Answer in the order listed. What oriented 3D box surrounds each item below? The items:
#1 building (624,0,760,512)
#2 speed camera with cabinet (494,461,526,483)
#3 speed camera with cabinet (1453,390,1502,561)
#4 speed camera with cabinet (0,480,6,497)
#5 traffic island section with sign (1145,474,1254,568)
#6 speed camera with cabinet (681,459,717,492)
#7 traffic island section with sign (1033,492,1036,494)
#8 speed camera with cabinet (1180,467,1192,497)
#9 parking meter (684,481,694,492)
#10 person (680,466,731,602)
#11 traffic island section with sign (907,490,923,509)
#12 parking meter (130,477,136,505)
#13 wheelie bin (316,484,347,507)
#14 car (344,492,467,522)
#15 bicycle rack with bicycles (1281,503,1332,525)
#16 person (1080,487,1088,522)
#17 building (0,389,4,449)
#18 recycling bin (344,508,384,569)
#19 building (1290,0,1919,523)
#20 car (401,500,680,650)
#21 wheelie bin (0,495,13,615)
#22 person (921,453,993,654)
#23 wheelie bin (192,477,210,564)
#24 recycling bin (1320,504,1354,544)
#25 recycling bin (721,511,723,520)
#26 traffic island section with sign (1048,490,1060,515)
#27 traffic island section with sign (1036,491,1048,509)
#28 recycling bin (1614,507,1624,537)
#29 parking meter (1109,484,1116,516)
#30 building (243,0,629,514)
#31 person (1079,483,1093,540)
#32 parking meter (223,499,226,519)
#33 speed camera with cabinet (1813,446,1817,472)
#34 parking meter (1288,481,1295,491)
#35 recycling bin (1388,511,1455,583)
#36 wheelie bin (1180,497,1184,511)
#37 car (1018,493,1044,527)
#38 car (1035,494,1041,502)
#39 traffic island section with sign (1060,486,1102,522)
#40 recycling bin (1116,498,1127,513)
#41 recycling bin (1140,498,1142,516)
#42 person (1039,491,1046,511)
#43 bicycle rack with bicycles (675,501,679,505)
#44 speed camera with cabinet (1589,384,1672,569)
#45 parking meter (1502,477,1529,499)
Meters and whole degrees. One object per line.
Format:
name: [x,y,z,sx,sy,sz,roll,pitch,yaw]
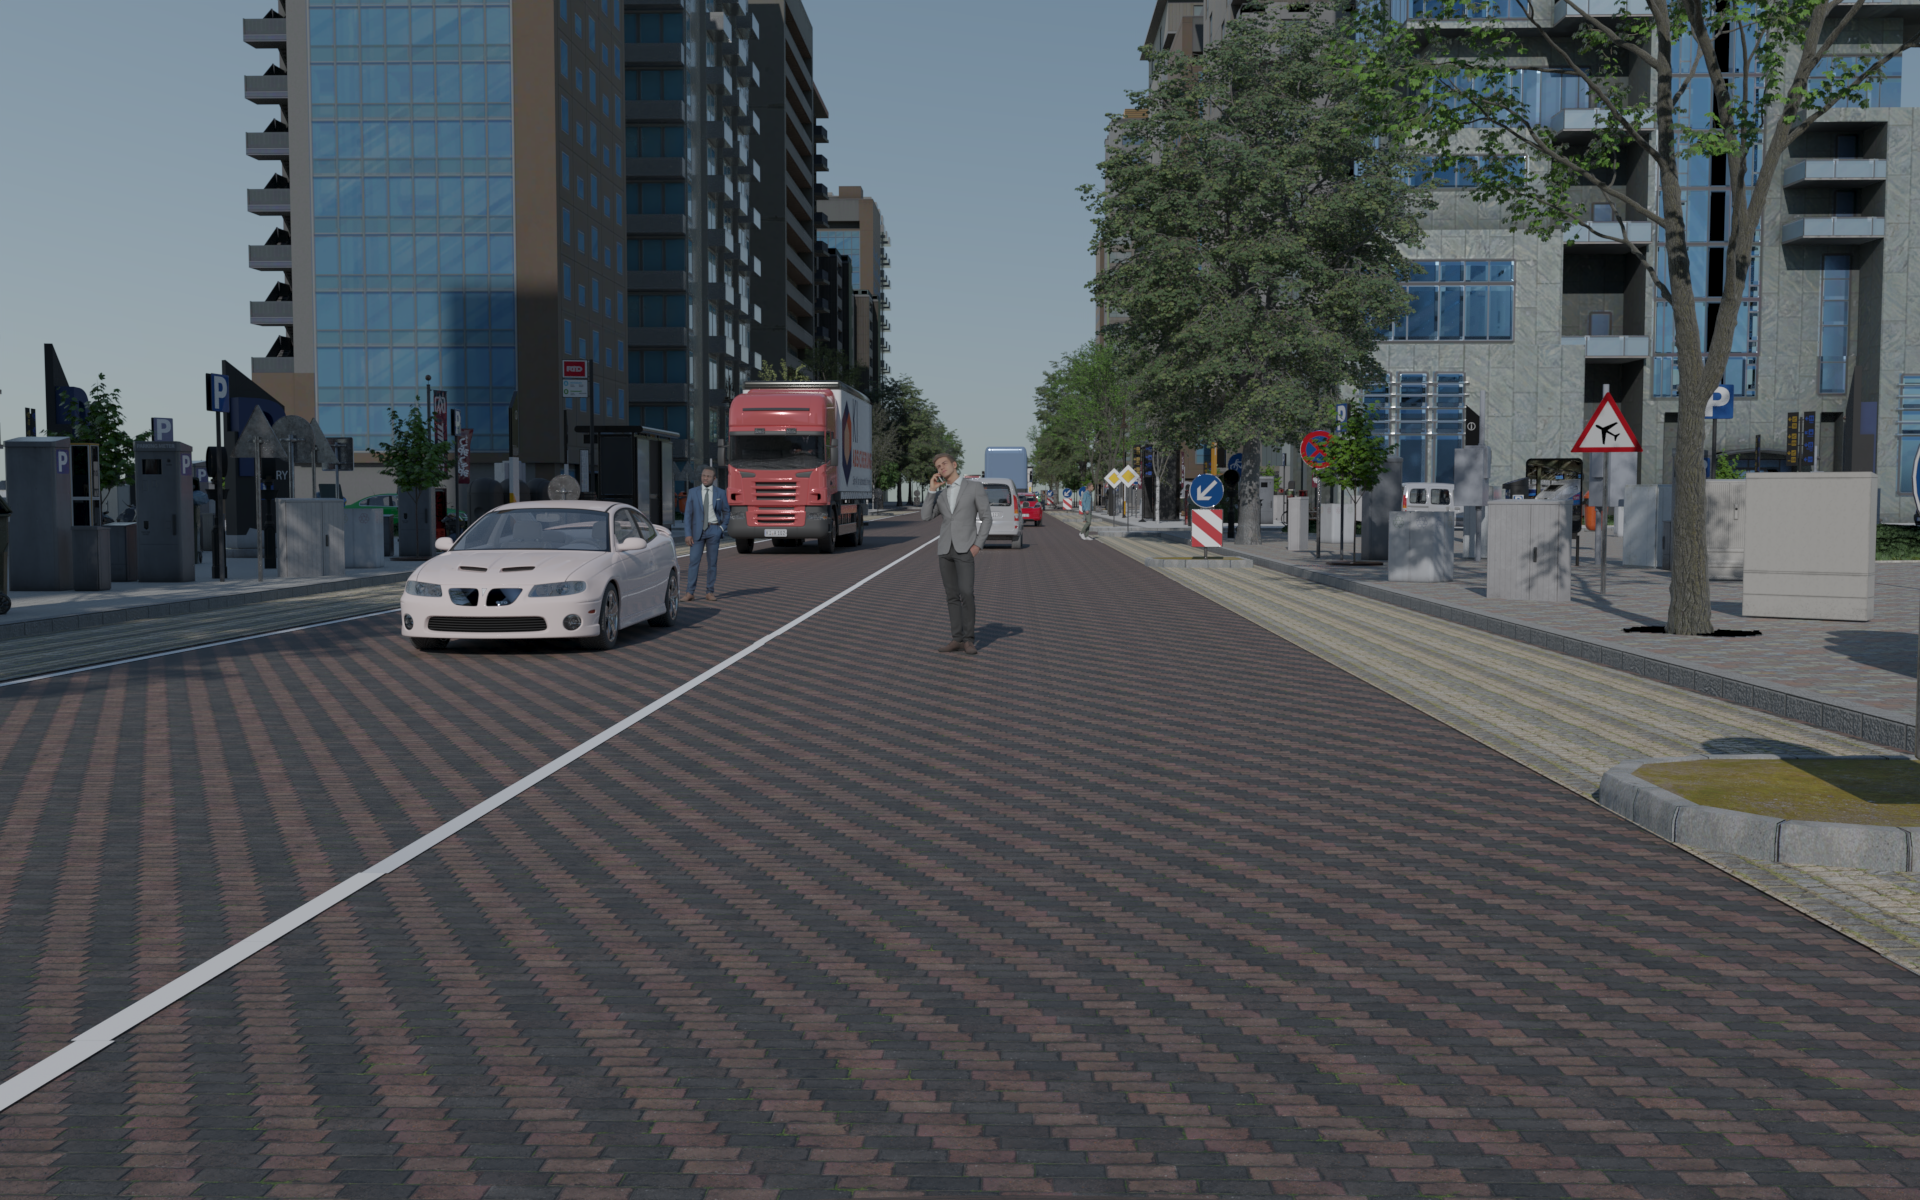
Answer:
building: [-26.220,-30.674,121.132,23.786,49.044,30.456,0,4,2]
speed camera with cabinet: [-12.093,-3.336,48.877,0.660,3.252,2.038,3,5,44]
speed camera with cabinet: [10.115,-2.415,33.825,0.660,3.252,2.038,2,4,27]
speed camera with cabinet: [-64.129,-7.499,116.937,0.660,3.252,2.038,0,4,3]
traffic island section with sign: [4.703,-1.576,34.397,1.989,1.847,2.006,0,4,2]
speed camera with cabinet: [-14.606,-6.272,96.888,2.038,3.252,0.660,1,4,21]
traffic island section with sign: [9.332,-11.280,193.047,1.989,1.847,2.006,0,4,2]
speed camera with cabinet: [15.661,-7.952,124.347,2.038,3.252,0.660,-2,4,-31]
parking meter: [-12.172,-4.415,77.891,0.399,1.863,0.255,-2,4,-30]
person: [-3.436,-0.893,23.278,0.721,1.800,0.419,-1,4,-16]
traffic island section with sign: [-4.072,-9.649,166.384,1.989,1.847,2.006,0,4,2]
parking meter: [-21.786,-2.436,45.546,0.255,1.863,0.399,-2,4,-28]
wheelie bin: [-19.201,-2.740,52.705,0.980,1.594,0.693,-2,4,-33]
car: [-20.578,-3.387,64.180,4.718,1.807,1.959,0,4,2]
bicycle rack with bicycles: [14.141,-3.359,68.298,2.925,0.926,2.852,0,4,6]
person: [6.354,-4.812,87.269,0.391,1.810,0.635,2,4,34]
building: [-65.822,-33.244,85.545,28.212,58.520,21.231,0,4,2]
recycling bin: [-10.477,-1.077,30.162,0.722,1.027,0.722,0,4,-6]
building: [32.223,-47.134,83.315,31.000,86.520,22.319,0,4,2]
car: [-4.069,-0.312,17.456,2.083,1.381,4.827,0,4,2]
wheelie bin: [-10.510,-0.643,18.426,0.693,1.594,0.980,-3,5,-40]
person: [-0.028,-0.427,15.664,0.592,1.802,0.473,3,5,43]
wheelie bin: [-14.258,-1.459,31.765,0.980,1.594,0.693,-1,4,-18]
recycling bin: [9.831,-1.997,45.201,0.722,1.027,0.722,-1,4,-22]
recycling bin: [-10.019,-3.669,72.543,0.722,1.027,0.722,2,4,29]
traffic island section with sign: [7.111,-6.623,116.907,1.989,1.847,2.006,0,4,2]
traffic island section with sign: [8.537,-9.632,166.104,1.989,1.847,2.006,0,4,2]
recycling bin: [19.943,-2.392,51.669,0.722,1.027,0.722,1,4,12]
parking meter: [8.866,-5.812,100.731,0.255,1.863,0.399,3,5,44]
building: [-24.687,-26.537,83.991,14.600,45.320,14.200,0,4,2]
person: [3.953,-2.759,53.951,0.444,1.785,0.601,2,4,34]
parking meter: [-38.059,-5.130,89.590,0.255,1.863,0.399,3,4,38]
speed camera with cabinet: [35.230,-4.651,70.376,0.660,3.252,2.038,0,4,3]
parking meter: [14.469,-4.276,75.630,0.255,1.863,0.399,1,4,19]
recycling bin: [6.760,-0.785,25.383,0.722,1.027,0.722,3,5,41]
wheelie bin: [16.460,-7.365,128.330,0.980,1.594,0.693,0,4,6]
car: [2.717,-4.176,77.325,2.155,1.783,4.494,0,3,0]
car: [10.853,-14.171,240.484,1.959,1.807,4.718,0,4,3]
traffic island section with sign: [6.292,-4.928,89.204,1.989,1.847,2.006,0,4,2]
recycling bin: [11.081,-6.475,118.414,0.722,1.027,0.722,-1,4,-10]
recycling bin: [11.064,-5.475,102.069,0.722,1.027,0.722,-2,4,-25]
person: [7.105,-8.518,148.493,0.721,1.735,1.217,-2,4,-24]
bicycle rack with bicycles: [-14.099,-4.658,89.537,2.852,0.926,2.925,-1,4,-16]
speed camera with cabinet: [11.981,-2.223,30.676,0.660,3.252,2.038,-1,4,-13]
parking meter: [8.116,-1.035,25.341,0.372,1.533,0.369,0,3,0]
